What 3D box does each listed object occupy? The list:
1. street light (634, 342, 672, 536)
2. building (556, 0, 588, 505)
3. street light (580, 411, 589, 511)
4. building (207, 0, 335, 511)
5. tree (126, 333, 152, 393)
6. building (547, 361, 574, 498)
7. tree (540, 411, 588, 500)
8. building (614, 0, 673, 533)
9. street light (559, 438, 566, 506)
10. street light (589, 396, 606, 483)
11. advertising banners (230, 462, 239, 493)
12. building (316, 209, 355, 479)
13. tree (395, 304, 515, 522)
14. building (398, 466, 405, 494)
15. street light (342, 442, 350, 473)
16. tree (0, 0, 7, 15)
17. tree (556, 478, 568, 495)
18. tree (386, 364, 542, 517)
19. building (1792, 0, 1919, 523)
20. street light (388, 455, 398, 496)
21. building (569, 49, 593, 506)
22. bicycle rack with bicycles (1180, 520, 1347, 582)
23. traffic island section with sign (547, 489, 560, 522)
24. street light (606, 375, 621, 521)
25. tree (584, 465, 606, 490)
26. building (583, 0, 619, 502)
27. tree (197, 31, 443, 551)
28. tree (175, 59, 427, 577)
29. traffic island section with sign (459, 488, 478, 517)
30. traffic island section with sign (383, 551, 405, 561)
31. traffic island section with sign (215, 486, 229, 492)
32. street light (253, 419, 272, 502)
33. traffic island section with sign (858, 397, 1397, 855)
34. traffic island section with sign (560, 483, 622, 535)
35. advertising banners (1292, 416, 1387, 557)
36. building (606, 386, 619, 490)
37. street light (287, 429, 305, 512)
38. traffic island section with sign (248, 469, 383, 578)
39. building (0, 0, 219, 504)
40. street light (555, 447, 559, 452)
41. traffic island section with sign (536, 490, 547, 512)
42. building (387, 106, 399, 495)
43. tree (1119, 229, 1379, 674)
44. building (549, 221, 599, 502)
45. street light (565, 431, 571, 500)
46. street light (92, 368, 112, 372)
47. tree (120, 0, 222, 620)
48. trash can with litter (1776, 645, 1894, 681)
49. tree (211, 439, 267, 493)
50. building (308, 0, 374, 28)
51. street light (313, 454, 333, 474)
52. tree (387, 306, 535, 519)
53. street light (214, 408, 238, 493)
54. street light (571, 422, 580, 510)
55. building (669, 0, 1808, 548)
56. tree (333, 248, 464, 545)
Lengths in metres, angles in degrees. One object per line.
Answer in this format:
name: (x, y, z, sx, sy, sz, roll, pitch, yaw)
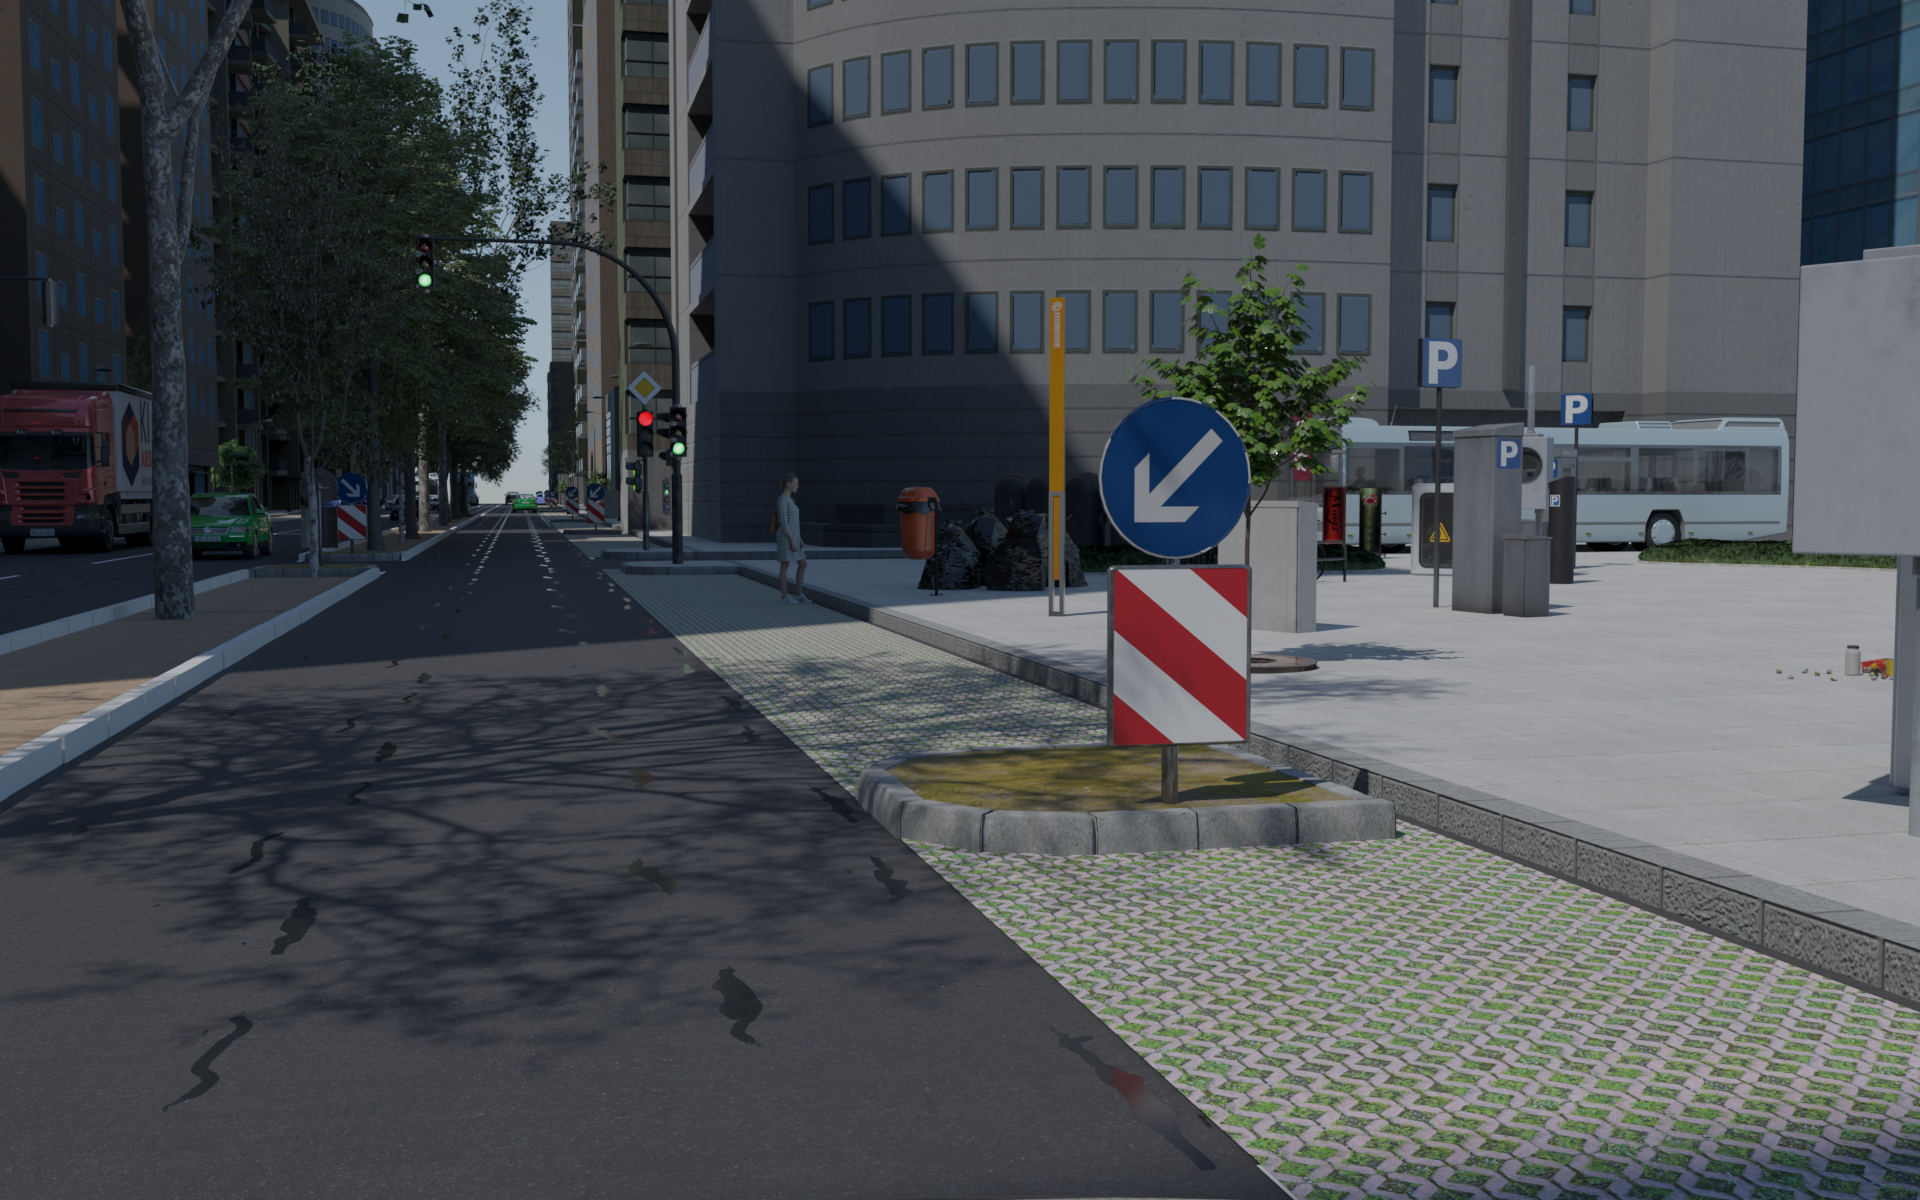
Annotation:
street light: (-9.288, -4.940, 53.315, 1.470, 5.913, 1.316, -1, 4, -14)
building: (-40.254, -47.604, 216.569, 20.563, 71.187, 20.611, -1, 4, -14)
street light: (-20.352, -7.612, 96.994, 1.470, 5.913, 1.316, -1, 4, -14)
building: (-65.685, -30.068, 146.230, 22.147, 44.769, 28.867, -1, 4, -14)
tree: (-35.796, -7.584, 74.353, 4.737, 8.622, 4.395, 0, 3, 0)
building: (-43.392, -24.327, 242.783, 27.650, 21.520, 28.899, -1, 4, -14)
tree: (-43.617, -15.873, 193.930, 7.601, 10.594, 8.767, 2, 4, 29)
building: (-6.790, -18.219, 69.586, 14.160, 30.474, 14.107, -1, 4, -14)
street light: (-31.987, -10.392, 142.452, 1.470, 5.913, 1.316, -1, 4, -14)
street light: (-16.748, -6.725, 82.492, 1.470, 5.913, 1.316, -1, 4, -14)
advertising banners: (-40.559, -6.159, 96.895, 0.090, 3.025, 2.074, -1, 4, -12)
building: (-67.246, -24.287, 168.791, 14.160, 30.474, 14.107, -1, 4, -14)
tree: (-26.097, -9.732, 87.332, 9.928, 11.665, 9.643, 0, 3, 0)
building: (-87.231, -29.271, 250.277, 14.160, 30.474, 14.107, -1, 4, -14)
street light: (-54.721, -11.016, 152.657, 1.470, 5.913, 1.316, -1, 4, -14)
tree: (-5.400, -5.668, 5.505, 12.009, 13.543, 11.850, 0, 3, 0)
tree: (-46.434, -12.734, 202.805, 1.663, 3.219, 1.824, 0, 3, 0)
tree: (-30.658, -11.443, 106.561, 9.611, 12.733, 9.660, 0, 3, 0)
building: (35.253, -24.826, 56.014, 14.200, 45.320, 14.600, -1, 4, -14)
street light: (-71.666, -15.092, 219.290, 1.470, 5.913, 1.316, -1, 4, -14)
building: (-27.170, -33.915, 174.111, 23.786, 49.044, 30.456, -1, 4, -14)
bicycle rack with bicycles: (4.156, -0.724, 25.224, 2.925, 0.926, 2.852, -3, 5, -43)
traffic island section with sign: (-19.784, -4.844, 87.822, 1.989, 1.847, 2.006, -1, 4, -14)
street light: (-12.943, -5.826, 67.804, 1.470, 5.913, 1.316, -1, 4, -14)
tree: (-24.083, -7.360, 114.939, 1.663, 3.219, 1.824, 0, 3, 0)
building: (-25.407, -30.658, 151.363, 14.600, 45.320, 14.200, -1, 4, -14)
tree: (-14.313, -7.441, 42.249, 7.486, 12.596, 7.792, 0, 3, 0)
tree: (-10.993, -4.672, 29.208, 4.360, 8.622, 3.978, 0, 3, 0)
traffic island section with sign: (-31.739, -6.262, 110.526, 2.006, 1.907, 1.989, -1, 4, -14)
traffic island section with sign: (-13.182, -1.809, 37.706, 2.006, 1.907, 1.989, -1, 4, -14)
traffic island section with sign: (-35.546, -4.574, 83.409, 1.989, 1.847, 2.006, -1, 4, -14)
street light: (-43.662, -8.355, 109.141, 1.470, 5.913, 1.316, -1, 4, -14)
traffic island section with sign: (0.595, 0.050, 7.813, 1.989, 1.847, 2.006, -1, 4, -14)
traffic island section with sign: (-13.086, -3.236, 61.543, 1.989, 1.847, 2.006, -1, 4, -14)
advertising banners: (7.510, -2.349, 34.593, 2.074, 3.025, 0.090, 2, 4, 34)
building: (-8.548, -48.087, 98.896, 22.319, 86.520, 31.000, -1, 4, -14)
street light: (-47.379, -9.240, 123.614, 1.470, 5.913, 1.316, -1, 4, -14)
traffic island section with sign: (-11.363, -1.369, 30.525, 2.006, 1.907, 1.989, -1, 4, -14)
building: (-43.978, -26.384, 81.490, 14.600, 45.320, 14.200, -1, 4, -14)
street light: (-35.763, -11.316, 157.557, 1.470, 5.913, 1.316, -1, 4, -14)
traffic island section with sign: (-31.960, -7.767, 135.613, 1.989, 1.847, 2.006, -1, 4, -14)
building: (-86.153, -41.911, 227.243, 21.231, 58.520, 28.212, -1, 4, -14)
tree: (2.250, -1.107, 12.708, 1.663, 3.219, 1.824, 0, 3, 0)
building: (-54.591, -35.367, 261.848, 14.154, 41.232, 14.086, -1, 4, -14)
street light: (-28.182, -9.508, 128.001, 1.470, 5.913, 1.316, -1, 4, -14)
street light: (-32.022, -5.594, 63.995, 1.470, 5.913, 1.316, -1, 4, -14)
tree: (-7.596, -9.806, 18.682, 12.611, 20.169, 13.585, 0, 3, 0)
trash can with litter: (6.854, -0.034, 11.620, 1.678, 1.210, 2.233, -2, 4, -27)
tree: (-43.929, -7.381, 104.388, 4.285, 4.588, 4.351, 0, 3, 0)
building: (-78.498, -40.248, 200.056, 21.231, 58.520, 28.212, -1, 4, -14)
street light: (-50.988, -10.127, 138.115, 1.470, 5.913, 1.316, -1, 4, -14)
tree: (-28.362, -11.490, 96.977, 9.857, 13.997, 8.962, 0, 3, 0)
street light: (-39.475, -7.371, 93.057, 1.470, 5.913, 1.316, -1, 4, -14)
street light: (-24.108, -8.516, 111.781, 1.470, 5.913, 1.316, -1, 4, -14)
building: (6.184, -31.158, 51.427, 28.212, 58.520, 21.231, -1, 4, -14)
tree: (-15.715, -5.847, 48.411, 4.737, 8.622, 4.395, 0, 3, 0)
